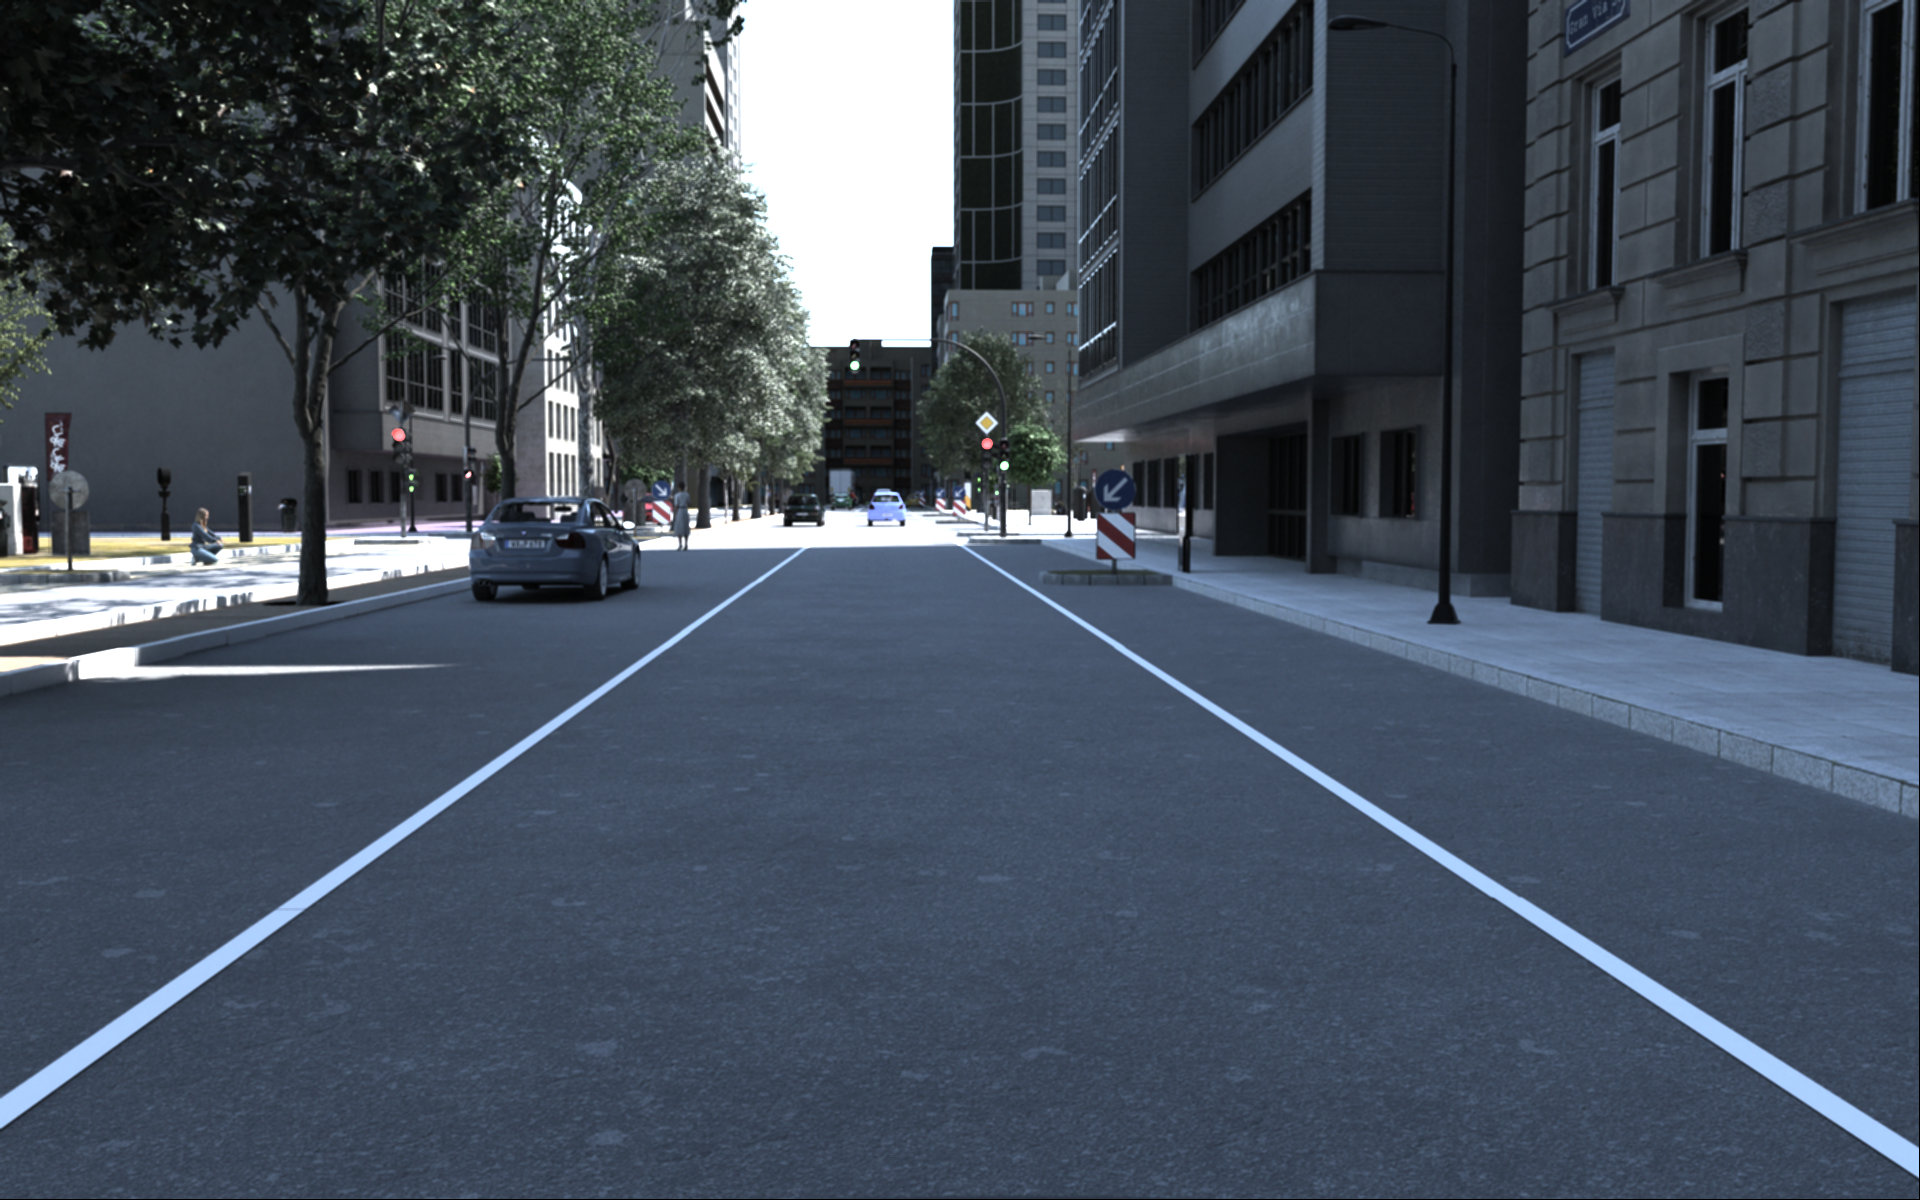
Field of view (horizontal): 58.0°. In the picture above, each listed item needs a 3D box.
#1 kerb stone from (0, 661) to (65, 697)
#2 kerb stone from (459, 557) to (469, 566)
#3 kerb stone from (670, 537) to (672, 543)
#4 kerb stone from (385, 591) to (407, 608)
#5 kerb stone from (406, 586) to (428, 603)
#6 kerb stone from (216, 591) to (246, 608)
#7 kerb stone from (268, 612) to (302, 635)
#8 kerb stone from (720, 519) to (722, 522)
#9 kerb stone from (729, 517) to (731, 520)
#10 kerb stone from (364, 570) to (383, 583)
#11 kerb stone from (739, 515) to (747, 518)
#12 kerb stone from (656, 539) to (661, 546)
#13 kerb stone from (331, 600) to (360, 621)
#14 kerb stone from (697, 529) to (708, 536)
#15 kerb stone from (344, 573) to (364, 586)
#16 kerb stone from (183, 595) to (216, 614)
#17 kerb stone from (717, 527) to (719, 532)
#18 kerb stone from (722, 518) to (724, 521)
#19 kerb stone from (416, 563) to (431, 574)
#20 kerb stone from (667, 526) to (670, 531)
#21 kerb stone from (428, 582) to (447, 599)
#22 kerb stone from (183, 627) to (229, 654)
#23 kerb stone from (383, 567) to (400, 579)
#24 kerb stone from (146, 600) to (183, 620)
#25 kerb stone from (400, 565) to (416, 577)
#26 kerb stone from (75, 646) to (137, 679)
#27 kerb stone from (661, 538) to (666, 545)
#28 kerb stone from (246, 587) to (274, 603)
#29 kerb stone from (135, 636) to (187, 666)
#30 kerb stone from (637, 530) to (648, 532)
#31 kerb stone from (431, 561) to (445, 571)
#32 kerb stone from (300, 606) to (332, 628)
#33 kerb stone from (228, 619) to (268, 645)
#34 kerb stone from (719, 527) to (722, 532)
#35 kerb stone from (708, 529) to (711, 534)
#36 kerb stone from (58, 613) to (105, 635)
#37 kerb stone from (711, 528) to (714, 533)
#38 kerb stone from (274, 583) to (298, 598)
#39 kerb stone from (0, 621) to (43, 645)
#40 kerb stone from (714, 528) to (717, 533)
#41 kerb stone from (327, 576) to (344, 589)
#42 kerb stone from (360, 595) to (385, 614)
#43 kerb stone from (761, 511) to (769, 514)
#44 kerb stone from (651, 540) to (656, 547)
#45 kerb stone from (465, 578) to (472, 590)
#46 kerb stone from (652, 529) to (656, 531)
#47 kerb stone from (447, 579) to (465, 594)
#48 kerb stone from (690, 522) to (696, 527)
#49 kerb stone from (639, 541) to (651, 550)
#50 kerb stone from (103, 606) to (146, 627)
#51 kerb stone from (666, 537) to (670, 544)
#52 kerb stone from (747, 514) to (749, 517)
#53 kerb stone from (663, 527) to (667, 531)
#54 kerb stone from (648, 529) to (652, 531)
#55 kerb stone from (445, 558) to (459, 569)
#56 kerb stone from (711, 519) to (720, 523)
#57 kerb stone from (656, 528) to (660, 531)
[{"bbox_3d":[-6.855,0.571,12.863,0.120,0.150,1.000,0,4,-3],"label":"kerb stone"},{"bbox_3d":[-9.922,-0.742,34.327,0.120,0.150,1.000,0,4,-3],"label":"kerb stone"},{"bbox_3d":[-8.554,-1.745,50.725,0.120,0.150,1.000,0,4,-3],"label":"kerb stone"},{"bbox_3d":[-7.275,0.010,22.069,0.120,0.150,1.000,0,4,-3],"label":"kerb stone"},{"bbox_3d":[-7.316,-0.055,23.094,0.120,0.150,1.000,0,4,-3],"label":"kerb stone"},{"bbox_3d":[-9.371,0.009,22.055,0.120,0.150,1.000,0,4,-3],"label":"kerb stone"},{"bbox_3d":[-7.086,0.261,17.975,0.120,0.150,1.000,0,4,-3],"label":"kerb stone"},{"bbox_3d":[-12.344,-4.034,88.159,0.120,0.150,1.000,0,4,-3],"label":"kerb stone"},{"bbox_3d":[-12.580,-4.345,93.283,0.120,0.150,1.000,0,4,-3],"label":"kerb stone"},{"bbox_3d":[-9.644,-0.367,28.194,0.120,0.150,1.000,0,4,-3],"label":"kerb stone"},{"bbox_3d":[-13.093,-5.037,104.545,0.120,0.150,1.000,0,4,-3],"label":"kerb stone"},{"bbox_3d":[-8.426,-1.557,47.662,0.120,0.150,1.000,0,4,-3],"label":"kerb stone"},{"bbox_3d":[-7.182,0.133,20.025,0.120,0.150,1.000,0,4,-3],"label":"kerb stone"},{"bbox_3d":[-8.996,-2.347,60.575,0.120,0.150,1.000,0,4,-3],"label":"kerb stone"},{"bbox_3d":[-9.603,-0.300,27.165,0.120,0.150,1.000,0,4,-3],"label":"kerb stone"},{"bbox_3d":[-9.320,0.071,21.035,0.120,0.150,1.000,0,4,-3],"label":"kerb stone"},{"bbox_3d":[-9.186,-2.598,64.673,0.120,0.150,1.000,0,4,-3],"label":"kerb stone"},{"bbox_3d":[-12.386,-4.097,89.184,0.120,0.150,1.000,0,4,-3],"label":"kerb stone"},{"bbox_3d":[-9.788,-0.554,31.261,0.120,0.150,1.000,0,4,-3],"label":"kerb stone"},{"bbox_3d":[-11.381,-2.717,66.637,0.120,0.150,1.000,0,4,-3],"label":"kerb stone"},{"bbox_3d":[-7.366,-0.117,24.116,0.120,0.150,1.000,0,4,-3],"label":"kerb stone"},{"bbox_3d":[-6.999,0.383,15.933,0.120,0.150,1.000,0,4,-3],"label":"kerb stone"},{"bbox_3d":[-9.689,-0.429,29.215,0.120,0.150,1.000,0,4,-3],"label":"kerb stone"},{"bbox_3d":[-9.278,0.134,20.014,0.120,0.150,1.000,0,4,-3],"label":"kerb stone"},{"bbox_3d":[-9.737,-0.492,30.240,0.120,0.150,1.000,0,4,-3],"label":"kerb stone"},{"bbox_3d":[-6.898,0.508,13.884,0.120,0.150,1.000,0,4,-3],"label":"kerb stone"},{"bbox_3d":[-8.460,-1.620,48.683,0.120,0.150,1.000,0,4,-3],"label":"kerb stone"},{"bbox_3d":[-9.415,-0.054,23.076,0.120,0.150,1.000,0,4,-3],"label":"kerb stone"},{"bbox_3d":[-6.940,0.450,14.906,0.120,0.150,1.000,0,4,-3],"label":"kerb stone"},{"bbox_3d":[-11.095,-2.341,60.471,0.120,0.150,1.000,0,4,-3],"label":"kerb stone"},{"bbox_3d":[-9.830,-0.616,32.285,0.120,0.150,1.000,0,4,-3],"label":"kerb stone"},{"bbox_3d":[-7.135,0.196,18.998,0.120,0.150,1.000,0,4,-3],"label":"kerb stone"},{"bbox_3d":[-7.036,0.321,16.954,0.120,0.150,1.000,0,4,-3],"label":"kerb stone"},{"bbox_3d":[-9.234,-2.660,65.694,0.120,0.150,1.000,0,4,-3],"label":"kerb stone"},{"bbox_3d":[-9.047,-2.405,61.596,0.120,0.150,1.000,0,4,-3],"label":"kerb stone"},{"bbox_3d":[-9.186,0.263,17.964,0.120,0.150,1.000,0,4,-3],"label":"kerb stone"},{"bbox_3d":[-9.098,-2.472,62.617,0.120,0.150,1.000,0,4,-3],"label":"kerb stone"},{"bbox_3d":[-9.467,-0.116,24.097,0.120,0.150,1.000,0,4,-3],"label":"kerb stone"},{"bbox_3d":[-9.152,0.321,16.943,0.120,0.150,1.000,0,4,-3],"label":"kerb stone"},{"bbox_3d":[-9.147,-2.535,63.648,0.120,0.150,1.000,0,4,-3],"label":"kerb stone"},{"bbox_3d":[-9.548,-0.236,26.140,0.120,0.150,1.000,0,4,-3],"label":"kerb stone"},{"bbox_3d":[-7.223,0.070,21.047,0.120,0.150,1.000,0,4,-3],"label":"kerb stone"},{"bbox_3d":[-13.962,-6.228,124.025,0.120,0.150,1.000,0,4,-3],"label":"kerb stone"},{"bbox_3d":[-8.376,-1.495,46.640,0.120,0.150,1.000,0,4,-3],"label":"kerb stone"},{"bbox_3d":[-7.457,-0.243,26.169,0.120,0.150,1.000,0,4,-3],"label":"kerb stone"},{"bbox_3d":[-11.185,-2.460,62.526,0.120,0.150,1.000,0,4,-3],"label":"kerb stone"},{"bbox_3d":[-7.408,-0.180,25.139,0.120,0.150,1.000,0,4,-3],"label":"kerb stone"},{"bbox_3d":[-11.839,-3.345,76.885,0.120,0.150,1.000,0,4,-3],"label":"kerb stone"},{"bbox_3d":[-8.333,-1.429,45.616,0.120,0.150,1.000,0,4,-3],"label":"kerb stone"},{"bbox_3d":[-9.234,0.196,18.993,0.120,0.150,1.000,0,4,-3],"label":"kerb stone"},{"bbox_3d":[-8.518,-1.677,49.704,0.120,0.150,1.000,0,4,-3],"label":"kerb stone"},{"bbox_3d":[-13.129,-5.099,105.567,0.120,0.150,1.000,0,4,-3],"label":"kerb stone"},{"bbox_3d":[-11.329,-2.656,65.616,0.120,0.150,1.000,0,4,-3],"label":"kerb stone"},{"bbox_3d":[-11.149,-2.404,61.501,0.120,0.150,1.000,0,4,-3],"label":"kerb stone"},{"bbox_3d":[-9.871,-0.680,33.307,0.120,0.150,1.000,0,4,-3],"label":"kerb stone"},{"bbox_3d":[-12.301,-3.966,87.136,0.120,0.150,1.000,0,4,-3],"label":"kerb stone"},{"bbox_3d":[-11.239,-2.530,63.553,0.120,0.150,1.000,0,4,-3],"label":"kerb stone"}]
